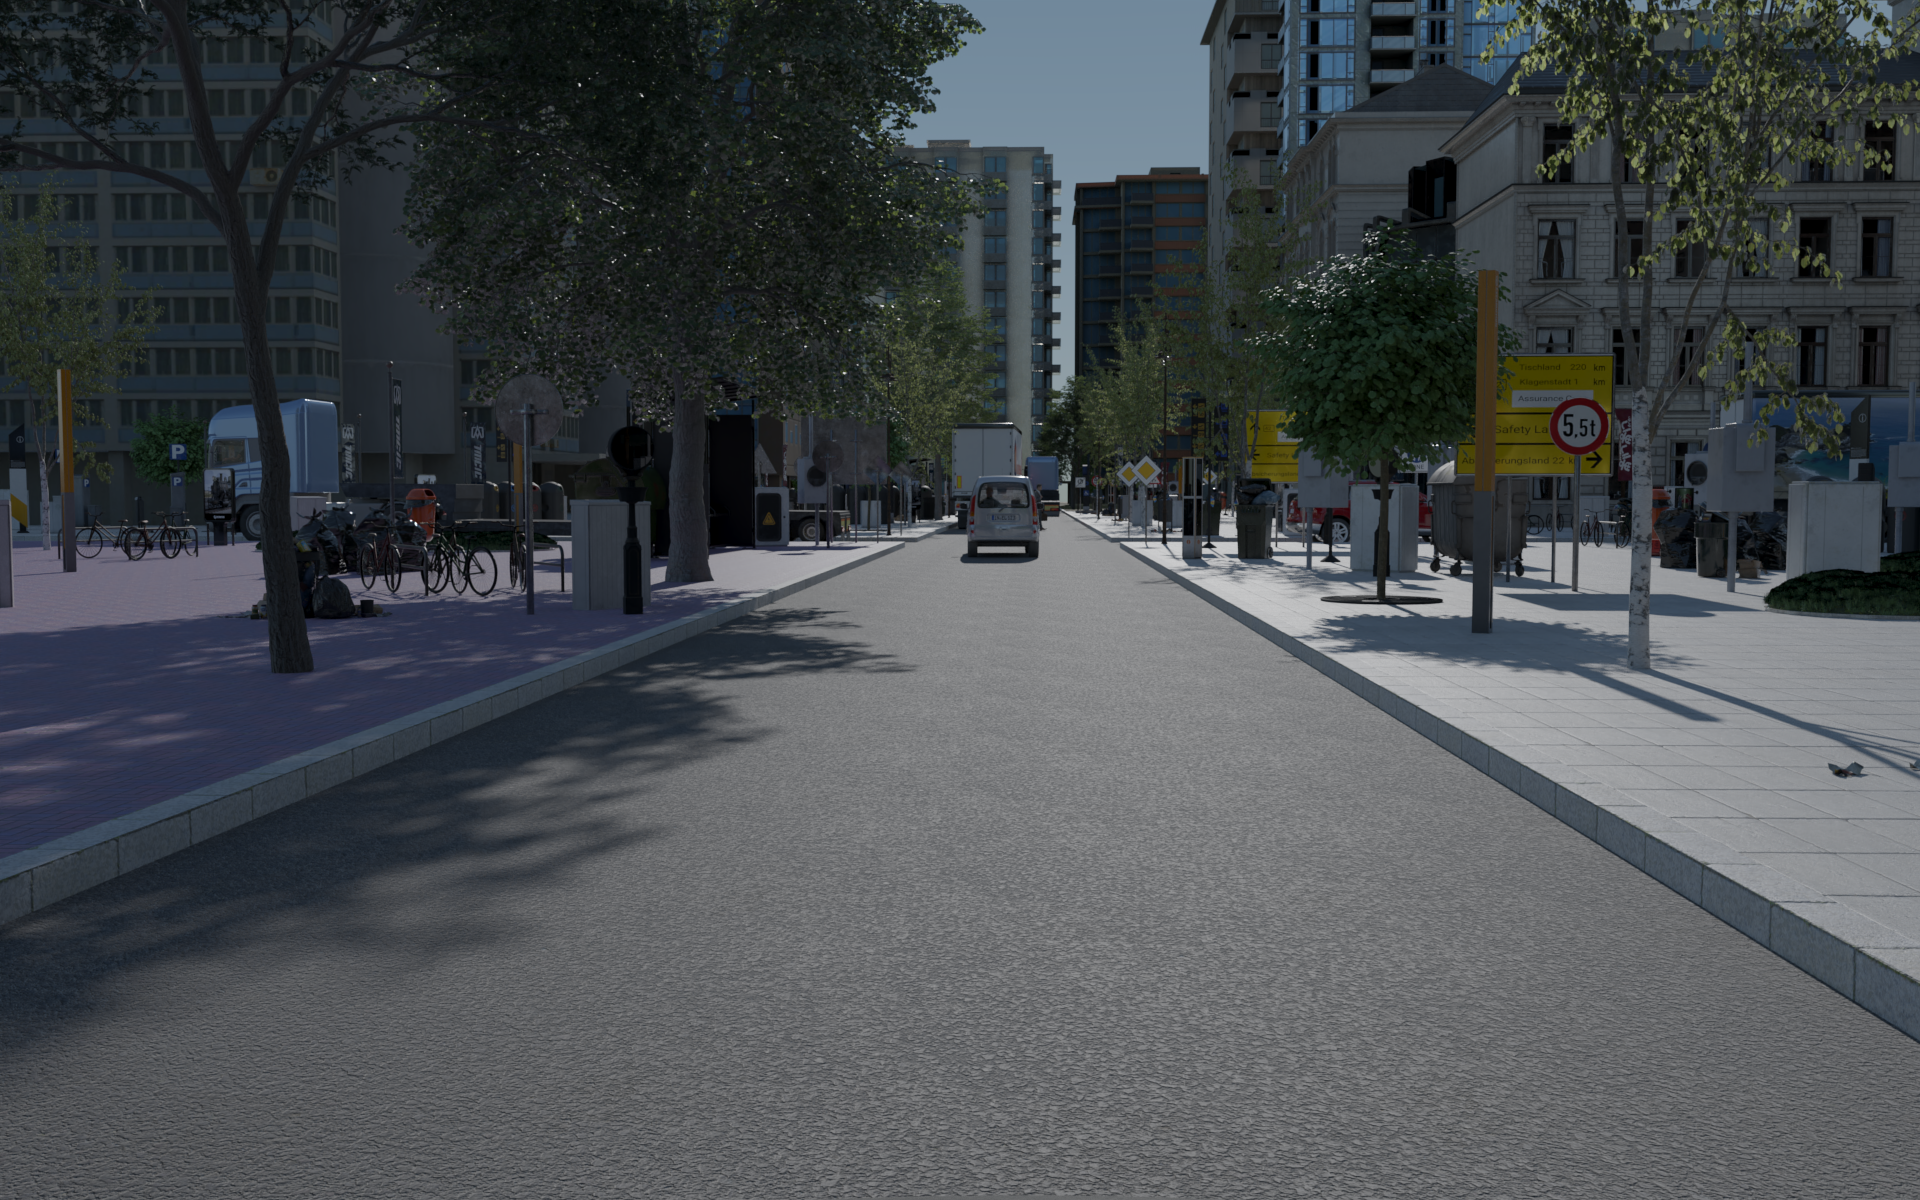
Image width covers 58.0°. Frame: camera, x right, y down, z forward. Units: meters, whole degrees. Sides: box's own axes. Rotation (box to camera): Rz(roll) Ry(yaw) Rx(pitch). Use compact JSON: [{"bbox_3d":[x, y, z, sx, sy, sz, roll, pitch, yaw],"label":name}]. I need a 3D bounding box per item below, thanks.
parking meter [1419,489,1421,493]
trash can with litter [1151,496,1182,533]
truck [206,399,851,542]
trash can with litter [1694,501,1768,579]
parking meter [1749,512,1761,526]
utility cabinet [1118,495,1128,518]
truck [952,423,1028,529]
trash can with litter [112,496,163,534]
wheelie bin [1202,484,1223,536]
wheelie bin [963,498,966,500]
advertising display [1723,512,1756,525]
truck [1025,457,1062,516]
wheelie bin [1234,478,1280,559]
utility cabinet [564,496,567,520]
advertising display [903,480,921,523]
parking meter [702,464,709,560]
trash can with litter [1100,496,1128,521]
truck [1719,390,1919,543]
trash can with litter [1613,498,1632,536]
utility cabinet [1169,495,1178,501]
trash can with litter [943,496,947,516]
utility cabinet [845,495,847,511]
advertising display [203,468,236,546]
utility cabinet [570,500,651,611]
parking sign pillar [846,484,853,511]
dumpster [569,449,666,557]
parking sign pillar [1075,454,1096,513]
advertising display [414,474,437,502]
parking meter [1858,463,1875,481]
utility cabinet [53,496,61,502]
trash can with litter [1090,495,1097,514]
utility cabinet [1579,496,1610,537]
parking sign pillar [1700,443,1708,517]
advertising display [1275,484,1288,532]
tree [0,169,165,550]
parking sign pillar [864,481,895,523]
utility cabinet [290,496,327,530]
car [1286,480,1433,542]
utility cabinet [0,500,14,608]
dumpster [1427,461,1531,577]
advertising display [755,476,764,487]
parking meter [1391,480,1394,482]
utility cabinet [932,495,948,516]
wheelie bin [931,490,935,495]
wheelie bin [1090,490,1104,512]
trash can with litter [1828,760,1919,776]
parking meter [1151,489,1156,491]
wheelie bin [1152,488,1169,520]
[{"bbox_3d":[19.738,-4.064,74.857,0.372,1.533,0.369,0,3,0],"label":"parking meter"},{"bbox_3d":[7.292,-2.881,58.166,2.233,1.210,1.678,-1,4,-21],"label":"trash can with litter"},{"bbox_3d":[-12.594,-3.652,49.462,18.799,4.110,2.967,0,4,3],"label":"truck"},{"bbox_3d":[11.848,-0.931,26.610,1.055,1.170,0.624,2,4,32],"label":"trash can with litter"},{"bbox_3d":[19.030,-2.012,41.300,0.372,1.533,0.369,0,3,0],"label":"parking meter"},{"bbox_3d":[8.826,-4.951,92.112,0.306,1.237,1.020,-2,4,-28],"label":"utility cabinet"},{"bbox_3d":[1.328,-5.217,74.219,2.839,4.237,11.283,0,4,4],"label":"truck"},{"bbox_3d":[-26.922,-2.778,56.483,1.678,1.210,2.233,-1,4,-16],"label":"trash can with litter"},{"bbox_3d":[7.725,-2.805,53.769,0.693,1.594,0.980,-2,4,-24],"label":"wheelie bin"},{"bbox_3d":[0.468,-7.145,124.736,0.693,1.594,0.980,0,4,5],"label":"wheelie bin"},{"bbox_3d":[17.234,-2.046,38.660,0.974,1.923,0.123,2,4,35],"label":"advertising display"},{"bbox_3d":[5.599,-7.903,118.979,2.967,4.110,18.799,0,4,3],"label":"truck"},{"bbox_3d":[5.873,-1.620,34.393,0.980,1.594,0.693,2,4,25],"label":"wheelie bin"},{"bbox_3d":[-15.361,-3.351,65.956,1.020,1.237,0.306,3,5,43],"label":"utility cabinet"},{"bbox_3d":[-2.126,-4.380,76.830,0.974,1.923,0.123,-3,5,-41],"label":"advertising display"},{"bbox_3d":[-5.126,-1.720,33.829,0.399,1.863,0.255,2,4,29],"label":"parking meter"},{"bbox_3d":[7.752,-4.357,82.294,1.678,1.210,2.233,1,4,12],"label":"trash can with litter"},{"bbox_3d":[27.022,-3.590,47.608,11.283,4.237,2.839,0,4,4],"label":"truck"},{"bbox_3d":[20.455,-2.525,52.670,1.055,1.170,0.624,-1,4,-22],"label":"trash can with litter"},{"bbox_3d":[11.059,-4.958,92.228,1.020,1.237,0.306,0,4,1],"label":"utility cabinet"},{"bbox_3d":[-1.302,-5.301,98.066,1.055,1.170,0.624,-1,4,-10],"label":"trash can with litter"},{"bbox_3d":[-8.022,-6.821,122.678,0.306,1.237,1.020,3,5,39],"label":"utility cabinet"},{"bbox_3d":[-18.392,-2.313,43.030,0.974,1.923,0.123,2,4,24],"label":"advertising display"},{"bbox_3d":[-3.920,-0.512,19.527,0.306,1.237,1.020,2,4,31],"label":"utility cabinet"},{"bbox_3d":[-6.935,-7.595,112.656,1.447,3.967,1.447,-2,4,-27],"label":"parking sign pillar"},{"bbox_3d":[-6.637,-1.902,33.591,1.502,2.255,1.985,0,4,2],"label":"dumpster"},{"bbox_3d":[8.419,-7.761,115.368,1.447,3.967,1.447,0,4,4],"label":"parking sign pillar"},{"bbox_3d":[-17.270,-3.107,56.018,0.123,1.923,0.974,1,4,22],"label":"advertising display"},{"bbox_3d":[17.005,-1.641,32.537,0.255,1.863,0.399,2,4,33],"label":"parking meter"},{"bbox_3d":[-32.386,-3.141,62.521,1.020,1.237,0.306,3,5,43],"label":"utility cabinet"},{"bbox_3d":[8.802,-6.010,109.316,1.678,1.210,2.233,1,4,11],"label":"trash can with litter"},{"bbox_3d":[19.000,-2.507,52.154,0.306,1.237,1.020,-3,5,-40],"label":"utility cabinet"},{"bbox_3d":[27.483,-4.553,62.910,1.447,3.967,1.447,-2,4,-32],"label":"parking sign pillar"},{"bbox_3d":[10.961,-3.297,59.115,0.123,1.923,0.974,-1,4,-8],"label":"advertising display"},{"bbox_3d":[-20.623,-5.435,39.222,4.737,8.622,4.395,0,3,0],"label":"tree"},{"bbox_3d":[-3.591,-5.346,75.873,1.447,3.967,1.447,1,4,14],"label":"parking sign pillar"},{"bbox_3d":[-17.138,-2.106,45.593,0.306,1.237,1.020,2,4,24],"label":"utility cabinet"},{"bbox_3d":[11.660,-2.380,47.590,5.304,1.827,2.281,0,4,0],"label":"car"},{"bbox_3d":[-11.256,-0.510,19.503,1.020,1.237,0.306,-2,4,-26],"label":"utility cabinet"},{"bbox_3d":[8.263,-1.336,27.597,1.264,1.857,1.865,0,4,2],"label":"dumpster"},{"bbox_3d":[-7.385,-3.580,63.741,0.123,1.923,0.974,1,4,9],"label":"advertising display"},{"bbox_3d":[15.135,-3.395,61.220,0.399,1.863,0.255,2,4,34],"label":"parking meter"},{"bbox_3d":[-1.157,-5.610,102.881,1.020,1.237,0.306,1,4,17],"label":"utility cabinet"},{"bbox_3d":[-2.035,-6.849,119.890,0.693,1.594,0.980,-1,4,-12],"label":"wheelie bin"},{"bbox_3d":[9.683,-7.007,122.471,0.980,1.594,0.693,-1,4,-9],"label":"wheelie bin"},{"bbox_3d":[4.973,0.226,7.355,2.233,1.210,1.678,3,5,43],"label":"trash can with litter"},{"bbox_3d":[12.901,-6.706,115.360,0.399,1.863,0.255,0,4,-5],"label":"parking meter"},{"bbox_3d":[9.896,-4.730,85.238,0.693,1.594,0.980,2,4,35],"label":"wheelie bin"}]
